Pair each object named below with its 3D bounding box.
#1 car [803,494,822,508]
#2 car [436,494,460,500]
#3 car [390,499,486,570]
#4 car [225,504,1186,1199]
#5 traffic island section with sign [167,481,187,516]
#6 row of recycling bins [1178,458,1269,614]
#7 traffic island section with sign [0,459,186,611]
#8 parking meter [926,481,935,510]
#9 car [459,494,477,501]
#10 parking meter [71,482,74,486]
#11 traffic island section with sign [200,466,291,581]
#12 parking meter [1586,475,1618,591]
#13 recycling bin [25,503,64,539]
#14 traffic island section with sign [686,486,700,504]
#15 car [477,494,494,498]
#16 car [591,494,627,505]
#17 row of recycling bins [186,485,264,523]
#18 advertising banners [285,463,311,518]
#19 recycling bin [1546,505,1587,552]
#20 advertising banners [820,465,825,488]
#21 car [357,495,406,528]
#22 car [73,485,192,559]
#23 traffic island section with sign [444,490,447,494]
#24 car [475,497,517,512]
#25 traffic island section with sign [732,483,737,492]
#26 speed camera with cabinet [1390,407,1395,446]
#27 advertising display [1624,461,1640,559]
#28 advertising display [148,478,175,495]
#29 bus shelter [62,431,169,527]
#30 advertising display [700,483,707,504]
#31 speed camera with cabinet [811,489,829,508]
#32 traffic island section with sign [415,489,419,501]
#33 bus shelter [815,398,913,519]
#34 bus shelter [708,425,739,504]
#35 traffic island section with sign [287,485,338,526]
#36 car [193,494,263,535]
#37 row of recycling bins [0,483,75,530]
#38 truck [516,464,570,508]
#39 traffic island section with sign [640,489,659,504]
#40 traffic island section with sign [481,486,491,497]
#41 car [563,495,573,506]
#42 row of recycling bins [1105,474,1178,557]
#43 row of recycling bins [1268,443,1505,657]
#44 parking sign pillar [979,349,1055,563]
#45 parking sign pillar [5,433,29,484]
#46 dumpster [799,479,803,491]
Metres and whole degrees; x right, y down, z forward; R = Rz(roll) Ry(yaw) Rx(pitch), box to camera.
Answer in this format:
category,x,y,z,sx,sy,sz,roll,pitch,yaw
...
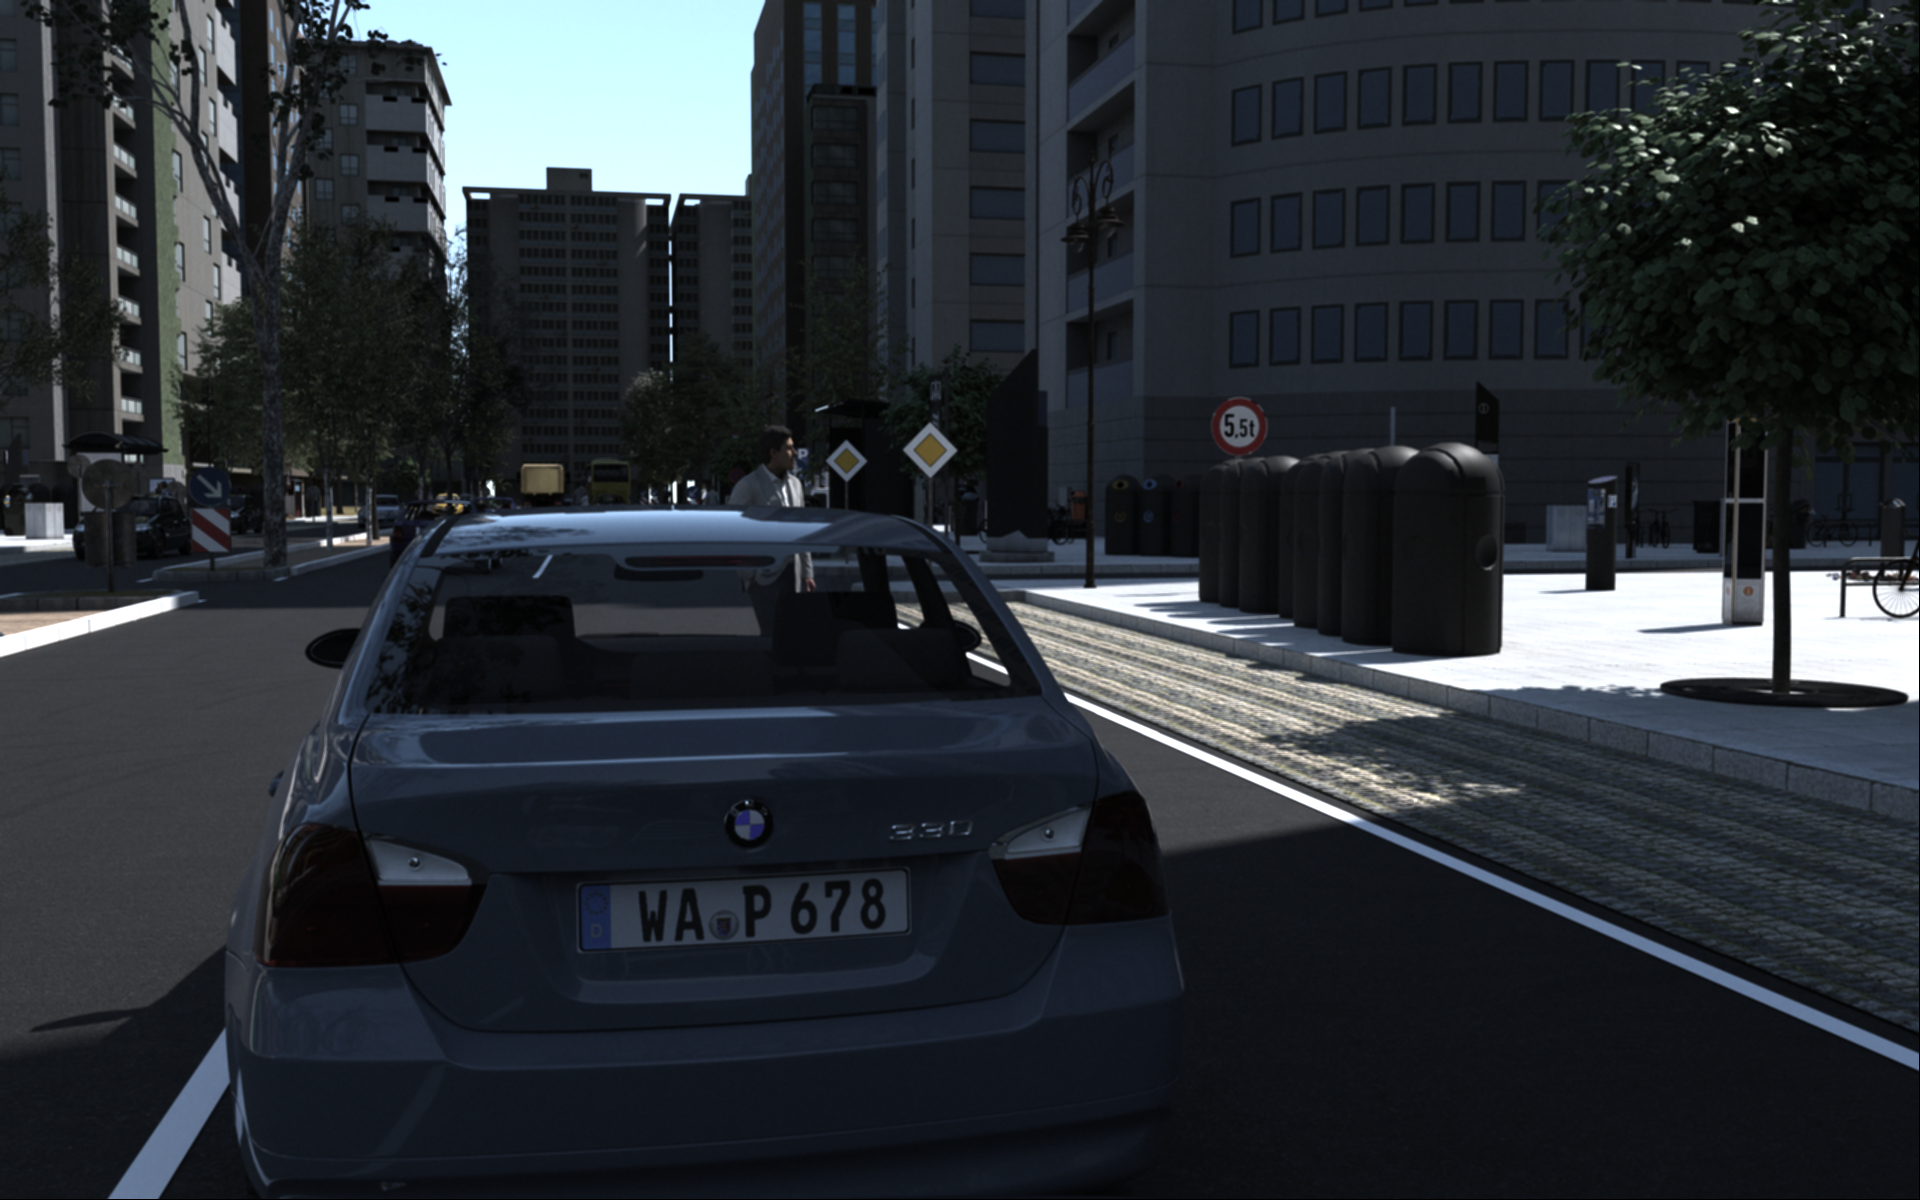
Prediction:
category,x,y,z,sx,sy,sz,roll,pitch,yaw
car,-3.987,-1.838,39.840,2.009,1.686,4.222,-1,4,-11
car,-32.630,-6.122,110.325,2.015,1.641,3.980,-1,4,-12
car,-9.535,-1.206,32.304,1.945,1.354,3.894,-1,4,-10
car,-0.803,0.442,4.768,2.014,1.417,4.499,-1,4,-13
traffic island section with sign,-23.805,-2.680,52.449,1.989,1.847,2.006,-1,4,-12
row of recycling bins,3.480,-0.742,19.239,1.069,1.692,3.534,-1,4,-9
traffic island section with sign,-11.013,-0.853,22.089,2.006,1.907,1.989,-1,4,-12
parking meter,-1.306,-4.331,76.529,0.399,1.863,0.255,0,4,7
car,-39.908,-7.855,140.229,2.131,1.459,4.920,-1,4,-13
parking meter,-40.481,-4.500,79.293,0.399,1.863,0.255,3,4,37
traffic island section with sign,-12.550,-1.297,29.335,2.006,1.907,1.989,-1,4,-12
parking meter,8.562,-0.899,23.114,0.372,1.533,0.369,0,3,0
recycling bin,-26.099,-2.252,49.372,0.722,1.027,0.722,1,4,16
traffic island section with sign,-12.828,-4.508,82.334,1.989,1.847,2.006,-1,4,-12
car,-44.659,-9.260,163.192,2.131,1.459,4.920,-1,4,-12
car,-19.353,-5.248,95.591,2.009,1.686,4.222,-1,4,-13
row of recycling bins,-32.714,-4.301,77.436,3.534,1.692,1.069,-3,5,-39
advertising banners,-36.245,-6.036,94.879,2.074,3.025,0.090,2,4,28
recycling bin,13.531,-1.597,38.659,0.722,1.027,0.722,0,4,6
advertising banners,-8.693,-6.431,101.329,2.074,3.025,0.090,1,4,14
car,-24.951,-3.843,74.839,2.014,1.417,4.499,-1,4,-14
car,-18.732,-1.807,39.327,2.009,1.686,4.222,-1,4,-10
traffic island section with sign,-45.542,-8.912,154.346,1.989,1.847,2.006,-1,4,-12
car,-14.763,-2.591,54.943,1.945,1.354,3.894,-1,4,-14
traffic island section with sign,-7.204,-2.896,55.969,1.989,1.847,2.006,-1,4,-12
speed camera with cabinet,10.493,-2.740,39.142,2.038,3.252,0.660,2,4,31
advertising display,13.444,-1.801,34.660,0.123,1.923,0.974,2,4,30
advertising display,-31.536,-3.869,68.469,0.974,1.923,0.123,-1,4,-14
bus shelter,-28.484,-3.959,58.657,2.014,3.302,5.546,-1,4,-12
advertising display,-15.365,-6.020,103.643,0.123,1.923,0.974,1,4,10
speed camera with cabinet,-4.155,-3.940,58.758,2.038,3.252,0.660,3,4,39
traffic island section with sign,-39.922,-7.300,127.981,1.989,1.847,2.006,-1,4,-12
bus shelter,-2.543,-3.321,45.581,1.731,3.624,6.357,-1,4,-12
bus shelter,-13.177,-7.418,98.910,2.179,5.291,8.768,-1,4,-12
traffic island section with sign,-29.442,-4.296,78.861,1.989,1.847,2.006,-1,4,-12
car,-25.888,-3.145,61.211,2.009,1.686,4.222,-1,4,-10
row of recycling bins,-33.904,-3.408,62.841,3.534,1.692,1.069,-3,5,-44
truck,-26.772,-7.052,111.224,3.469,3.379,9.791,-1,4,-13
traffic island section with sign,-23.306,-7.511,131.433,1.989,1.847,2.006,-1,4,-12
traffic island section with sign,-28.244,-5.791,102.823,2.006,1.907,1.989,-1,4,-12
car,-39.938,-10.057,177.018,1.945,1.354,3.894,-1,4,-11
row of recycling bins,4.405,-1.744,35.635,1.069,1.692,3.534,-3,5,-43
row of recycling bins,3.769,-0.503,15.335,1.069,1.692,3.534,0,4,-6
parking sign pillar,1.081,-2.715,32.856,1.447,3.967,1.447,-3,5,-40
parking sign pillar,-42.114,-5.436,77.353,1.447,3.967,1.447,3,4,36
dumpster,-6.943,-4.324,73.196,1.502,2.255,1.985,-1,4,-12
